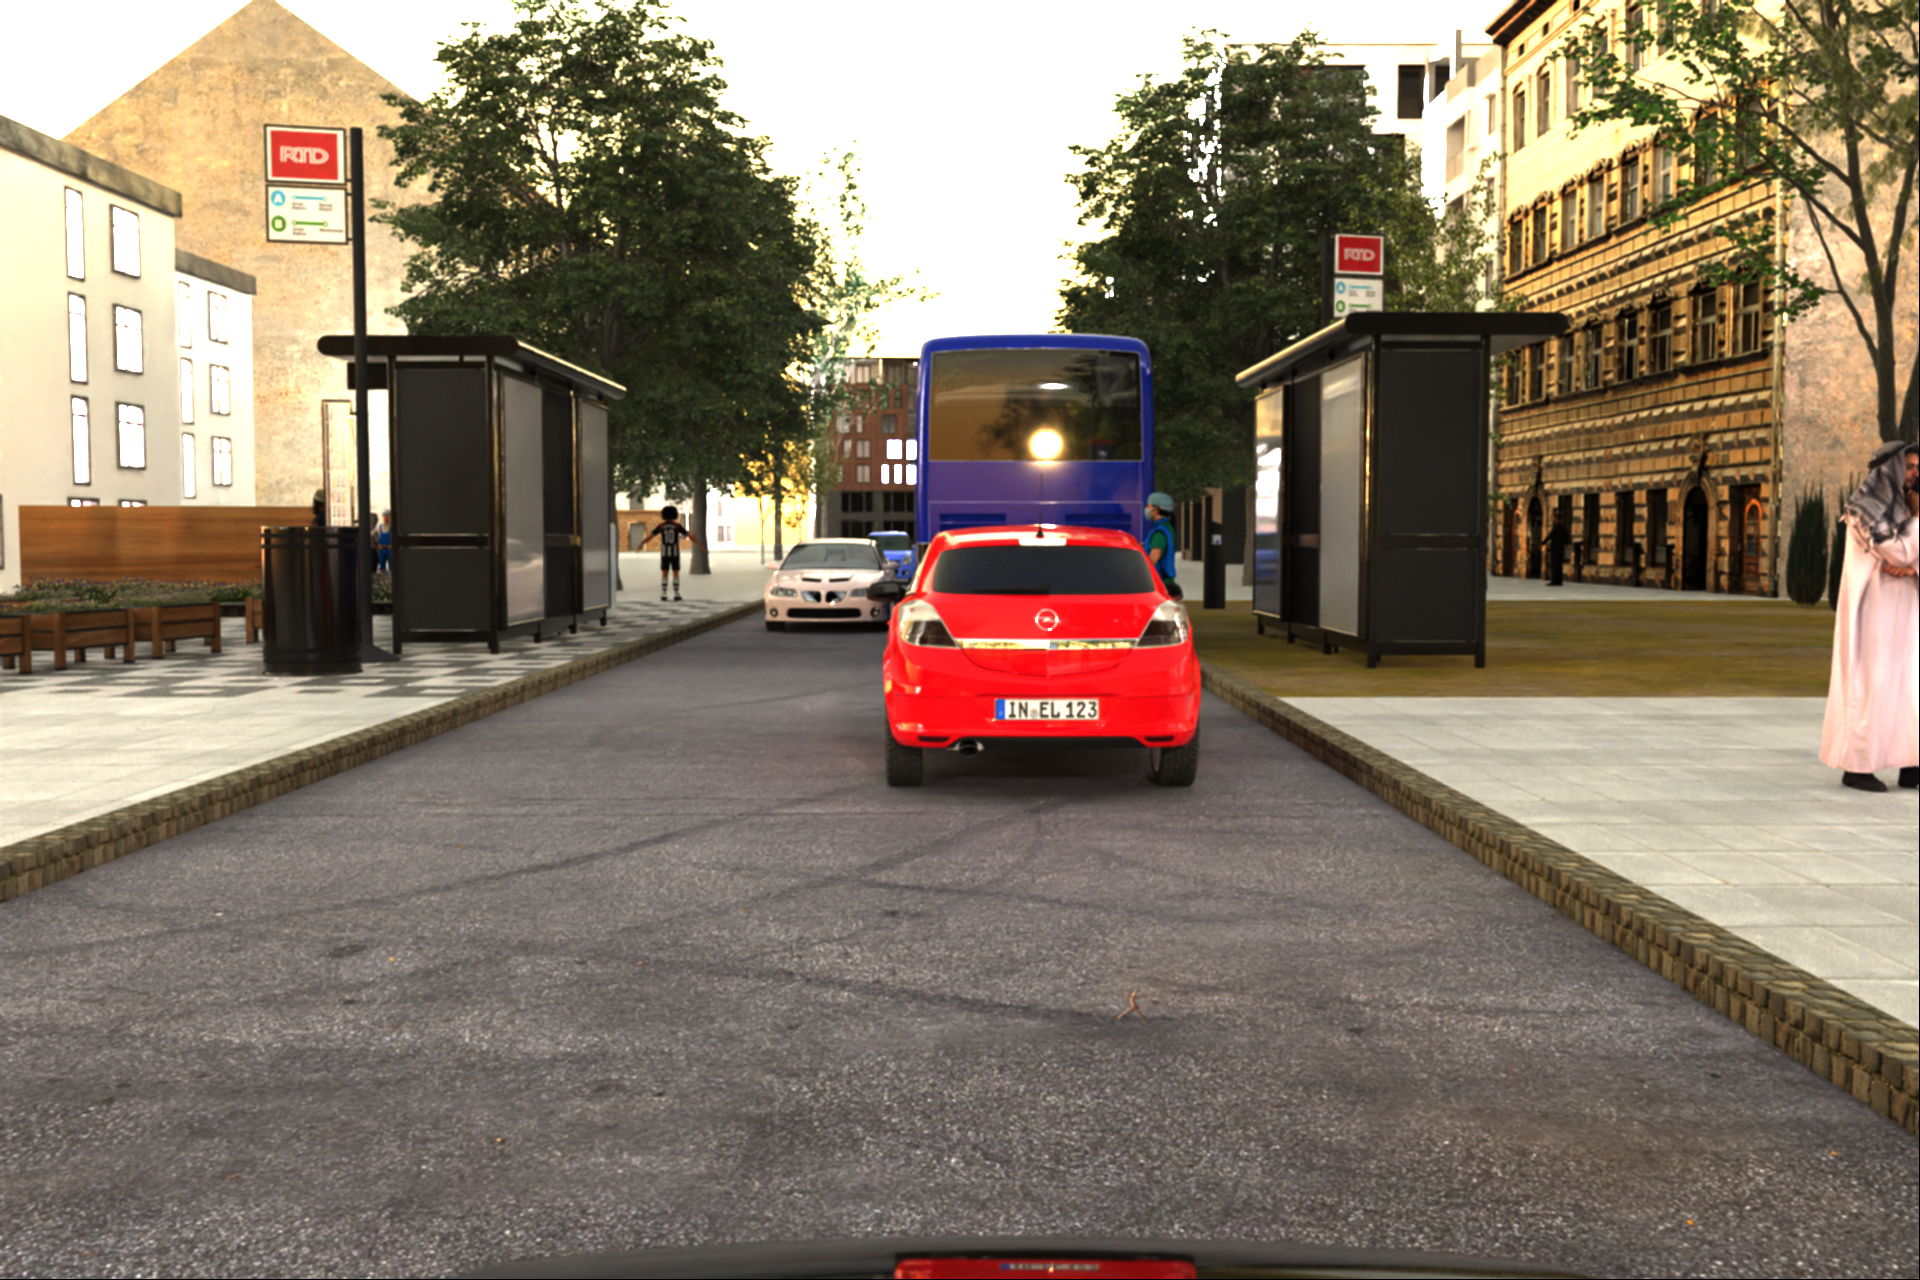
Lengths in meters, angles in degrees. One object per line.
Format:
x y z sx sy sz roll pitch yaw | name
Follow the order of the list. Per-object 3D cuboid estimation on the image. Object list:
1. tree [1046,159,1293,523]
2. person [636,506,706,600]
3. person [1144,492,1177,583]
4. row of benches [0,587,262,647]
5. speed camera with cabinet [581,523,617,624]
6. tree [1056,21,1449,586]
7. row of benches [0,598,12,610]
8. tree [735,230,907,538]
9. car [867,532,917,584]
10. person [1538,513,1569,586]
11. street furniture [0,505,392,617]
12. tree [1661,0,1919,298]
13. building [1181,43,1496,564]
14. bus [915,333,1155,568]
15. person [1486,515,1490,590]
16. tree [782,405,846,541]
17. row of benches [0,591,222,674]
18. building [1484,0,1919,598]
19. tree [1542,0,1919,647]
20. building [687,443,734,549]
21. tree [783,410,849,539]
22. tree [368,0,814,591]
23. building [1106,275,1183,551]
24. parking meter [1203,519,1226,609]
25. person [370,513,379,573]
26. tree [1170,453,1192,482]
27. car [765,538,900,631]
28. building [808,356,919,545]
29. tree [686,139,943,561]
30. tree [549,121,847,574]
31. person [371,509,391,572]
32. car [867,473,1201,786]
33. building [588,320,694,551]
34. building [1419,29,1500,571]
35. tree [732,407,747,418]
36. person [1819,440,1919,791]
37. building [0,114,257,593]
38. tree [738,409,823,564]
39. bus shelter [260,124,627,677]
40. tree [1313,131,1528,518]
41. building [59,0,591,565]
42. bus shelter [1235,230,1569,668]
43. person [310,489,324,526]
7.024 -9.403 60.390 9.857 13.997 8.962 0 3 0 | tree
-5.607 -1.676 33.544 1.345 1.843 0.704 0 4 -3 | person
1.811 -0.456 16.044 0.704 1.817 1.347 1 4 16 | person
-9.168 -0.288 20.168 4.104 0.672 1.422 -1 4 -16 | row of benches
-5.549 -1.905 25.490 0.660 3.252 2.038 0 4 0 | speed camera with cabinet
7.196 -8.303 42.417 9.857 13.997 8.962 0 3 0 | tree
-10.510 -0.055 16.360 1.422 0.672 4.104 1 4 9 | row of benches
-9.593 -15.572 110.493 12.611 20.169 13.585 0 3 0 | tree
-2.080 -2.492 50.339 1.945 1.707 3.694 0 3 0 | car
14.770 -2.245 42.924 1.346 1.802 0.704 -3 5 -42 | person
-11.682 -1.349 28.911 11.010 1.723 9.812 -1 4 -18 | street furniture
7.422 -3.759 11.816 4.360 8.622 3.978 0 3 0 | tree
25.083 -14.971 88.757 27.936 21.610 32.646 0 4 0 | building
0.739 -2.002 24.286 2.896 3.916 12.251 0 4 -1 | bus
11.450 -1.927 38.235 0.721 1.740 1.216 1 4 18 | person
-8.774 -8.715 92.857 4.360 8.622 3.978 0 3 0 | tree
-8.649 -0.090 16.936 1.422 0.672 4.104 1 4 11 | row of benches
25.458 -12.973 43.044 19.493 23.208 18.063 0 4 0 | building
10.442 -5.702 18.992 9.928 11.665 9.643 0 3 0 | tree
-25.808 -13.541 163.534 9.099 9.664 28.070 0 4 -1 | building
-8.425 -9.106 99.249 4.737 8.622 4.395 0 3 0 | tree
-8.137 -8.097 39.034 9.857 13.997 8.962 0 3 0 | tree
25.749 -18.350 143.997 27.936 21.610 32.646 0 4 0 | building
4.383 -1.308 29.801 0.372 1.533 0.369 0 3 0 | parking meter
-14.620 -2.271 43.258 0.705 1.813 1.348 -2 4 -31 | person
6.508 -8.376 71.361 8.767 10.594 7.601 0 4 3 | tree
-1.959 -0.908 27.208 2.083 1.381 4.827 0 3 0 | car
-1.575 -22.225 209.816 32.646 21.610 27.936 0 4 -7 | building
-7.548 -13.867 82.609 12.611 20.169 13.585 0 3 0 | tree
-8.303 -9.084 55.186 9.857 13.997 8.962 0 3 0 | tree
-12.876 -2.021 38.895 1.347 1.847 0.705 0 4 1 | person
0.445 -0.139 11.319 2.155 1.783 4.494 0 4 0 | car
-27.321 -16.879 132.385 16.016 20.090 11.380 0 4 1 | building
23.079 -12.848 66.481 16.016 20.090 11.380 0 4 0 | building
-29.299 -21.425 206.193 12.611 20.169 13.585 0 3 0 | tree
4.645 -0.118 8.641 0.621 1.740 0.551 3 5 41 | person
-23.690 -6.154 42.764 9.099 9.664 28.070 0 4 0 | building
-8.534 -7.504 73.045 4.360 8.622 3.978 0 3 0 | tree
-5.726 -2.577 19.772 2.179 5.291 8.768 0 3 0 | bus shelter
8.585 -4.965 31.547 4.737 8.622 4.395 0 3 0 | tree
-28.277 -15.224 79.845 19.493 23.208 18.063 0 4 0 | building
4.640 -2.633 20.681 2.179 5.291 8.768 0 4 -1 | bus shelter
-8.075 -0.990 21.963 0.705 1.856 1.354 1 4 14 | person
